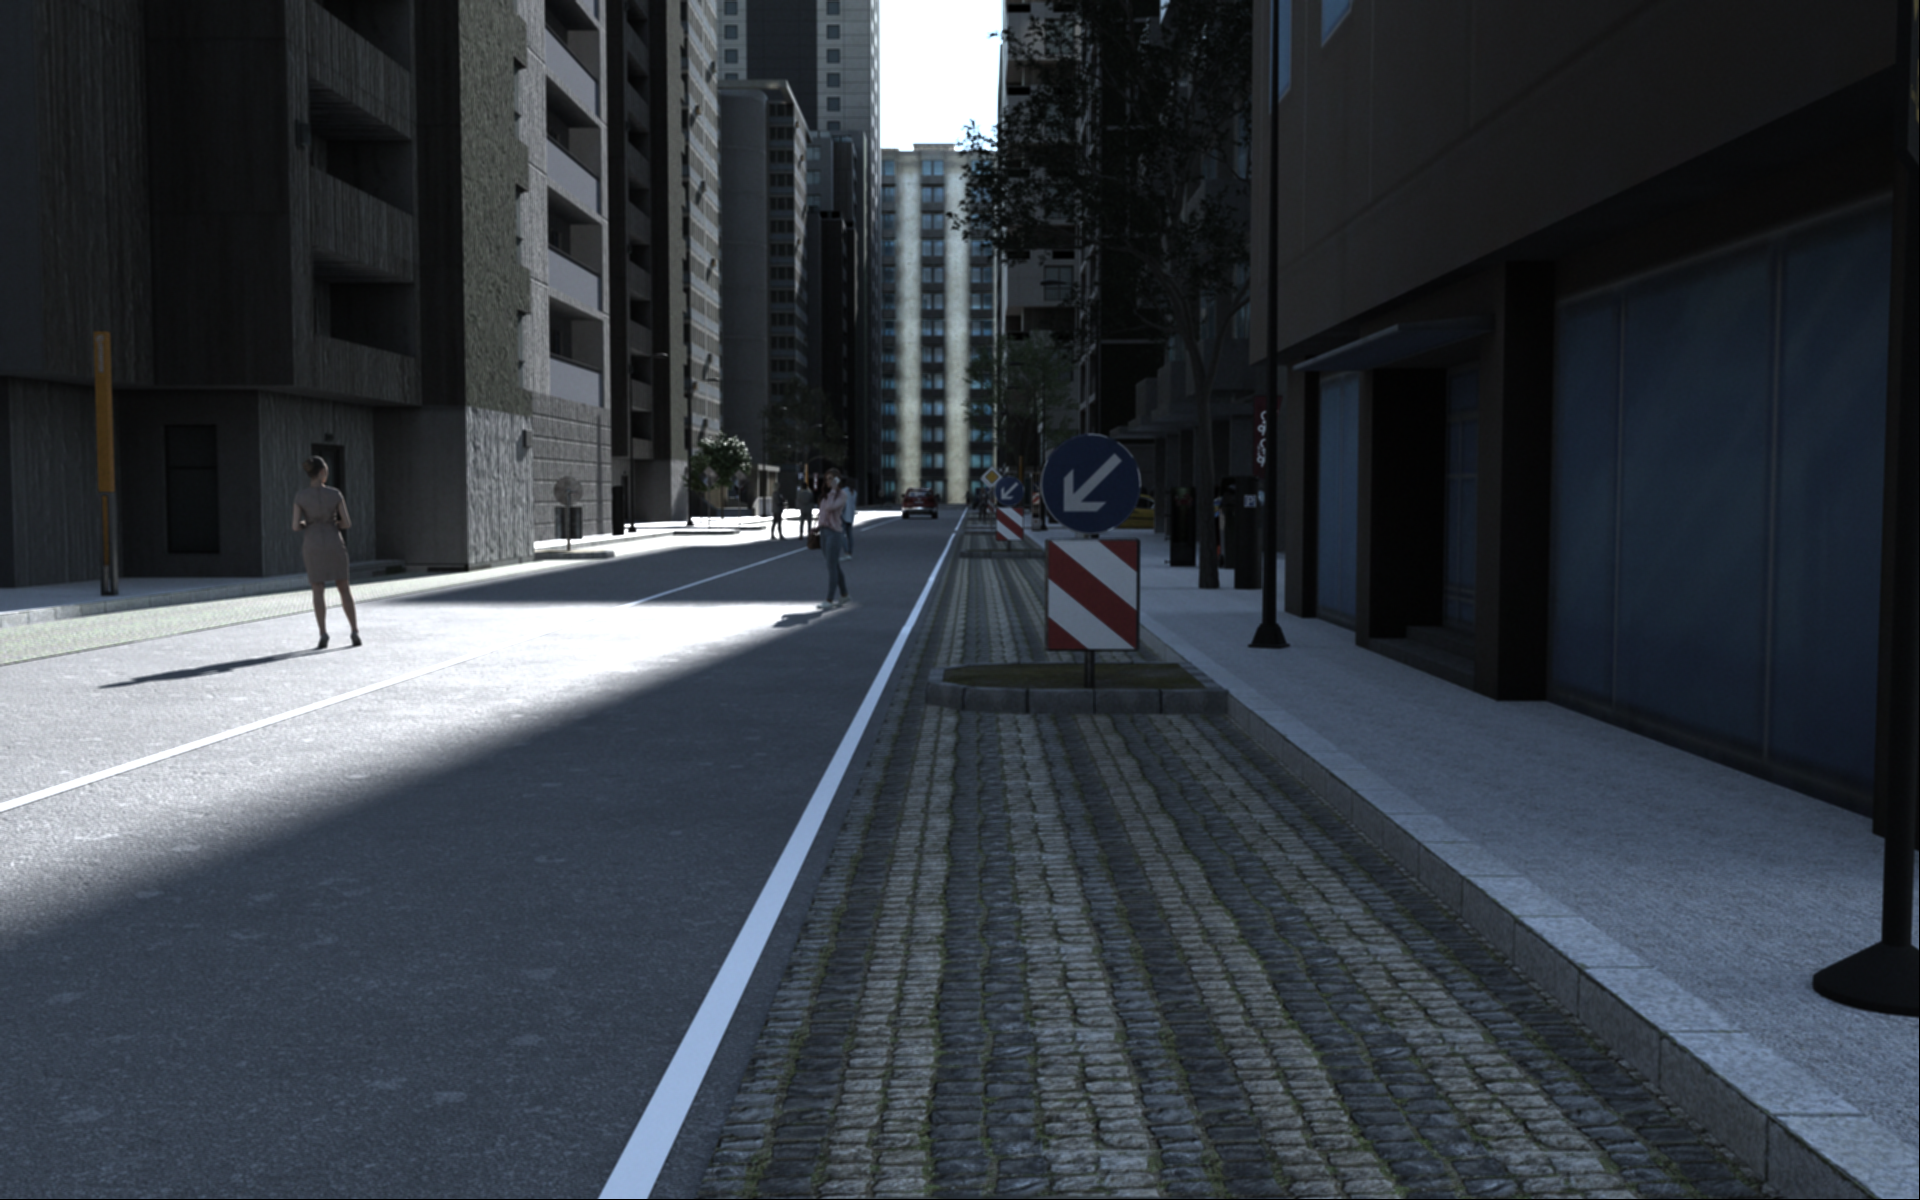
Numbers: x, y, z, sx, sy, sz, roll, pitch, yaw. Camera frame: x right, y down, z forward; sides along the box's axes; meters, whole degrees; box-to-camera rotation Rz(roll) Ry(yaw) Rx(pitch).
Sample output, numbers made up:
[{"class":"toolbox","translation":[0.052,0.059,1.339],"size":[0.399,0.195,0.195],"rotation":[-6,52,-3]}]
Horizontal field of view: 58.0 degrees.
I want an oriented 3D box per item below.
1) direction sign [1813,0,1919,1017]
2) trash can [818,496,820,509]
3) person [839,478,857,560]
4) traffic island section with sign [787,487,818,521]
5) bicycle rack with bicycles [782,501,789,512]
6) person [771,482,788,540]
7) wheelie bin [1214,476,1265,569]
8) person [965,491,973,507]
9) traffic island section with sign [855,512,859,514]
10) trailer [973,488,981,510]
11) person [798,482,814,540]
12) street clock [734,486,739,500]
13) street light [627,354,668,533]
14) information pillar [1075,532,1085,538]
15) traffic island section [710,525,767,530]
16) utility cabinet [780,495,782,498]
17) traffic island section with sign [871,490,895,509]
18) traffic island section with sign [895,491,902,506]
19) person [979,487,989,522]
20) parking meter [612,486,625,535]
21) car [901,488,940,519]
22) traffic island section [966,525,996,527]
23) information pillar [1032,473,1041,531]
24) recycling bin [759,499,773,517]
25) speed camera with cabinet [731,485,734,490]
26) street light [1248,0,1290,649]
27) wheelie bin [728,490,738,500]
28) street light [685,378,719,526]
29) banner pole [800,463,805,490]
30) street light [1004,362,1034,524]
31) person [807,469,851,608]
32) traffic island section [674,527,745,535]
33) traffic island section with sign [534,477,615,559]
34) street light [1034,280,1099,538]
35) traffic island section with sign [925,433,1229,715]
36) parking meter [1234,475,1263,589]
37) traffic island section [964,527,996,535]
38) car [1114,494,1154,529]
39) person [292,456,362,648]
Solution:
[{"class":"direction sign","translation":[2.389,-0.754,4.320],"size":[0.379,3.537,0.876],"rotation":[2,4,35]},{"class":"trash can","translation":[-11.062,-7.754,138.434],"size":[0.748,1.137,0.748],"rotation":[0,3,0]},{"class":"person","translation":[-2.452,-1.764,37.613],"size":[0.793,1.790,0.793],"rotation":[0,4,1]},{"class":"traffic island section with sign","translation":[-8.346,-5.230,94.146],"size":[1.989,1.847,2.006],"rotation":[0,4,0]},{"class":"bicycle rack with bicycles","translation":[-13.567,-6.905,126.279],"size":[2.852,0.926,2.925],"rotation":[3,5,41]},{"class":"person","translation":[-5.710,-2.806,54.564],"size":[0.526,1.800,0.537],"rotation":[-1,4,-10]},{"class":"wheelie bin","translation":[4.843,-1.341,29.836],"size":[0.980,1.594,0.693],"rotation":[0,4,-1]},{"class":"person","translation":[0.919,-11.037,189.734],"size":[0.721,1.735,1.217],"rotation":[-3,5,-44]},{"class":"traffic island section with sign","translation":[-8.134,-6.914,121.667],"size":[1.989,1.847,2.006],"rotation":[0,4,0]},{"class":"trailer","translation":[1.946,-9.340,159.753],"size":[1.471,1.999,3.904],"rotation":[0,4,2]},{"class":"person","translation":[-4.856,-2.808,54.594],"size":[0.511,1.800,0.466],"rotation":[-1,4,-10]},{"class":"street clock","translation":[-16.515,-7.548,127.972],"size":[0.358,2.002,0.471],"rotation":[1,4,11]},{"class":"street light","translation":[-10.374,-5.196,57.500],"size":[1.470,5.913,1.316],"rotation":[0,4,0]},{"class":"information pillar","translation":[3.127,-2.403,43.776],"size":[0.304,2.012,0.304],"rotation":[3,5,44]},{"class":"traffic island section","translation":[-8.872,-2.891,69.546],"size":[2.009,0.180,2.903],"rotation":[0,4,0]},{"class":"utility cabinet","translation":[-15.294,-8.110,143.766],"size":[1.020,1.237,0.306],"rotation":[1,4,14]},{"class":"traffic island section with sign","translation":[-7.732,-9.953,171.362],"size":[1.989,1.847,2.006],"rotation":[0,4,0]},{"class":"traffic island section with sign","translation":[-7.501,-11.662,199.304],"size":[1.989,1.847,2.006],"rotation":[0,4,0]},{"class":"person","translation":[1.227,-4.892,88.660],"size":[0.537,1.800,0.526],"rotation":[0,4,8]},{"class":"parking meter","translation":[-10.649,-2.785,53.953],"size":[0.372,1.533,0.369],"rotation":[0,3,0]},{"class":"car","translation":[-2.343,-5.712,102.069],"size":[2.281,1.827,5.304],"rotation":[0,4,0]},{"class":"traffic island section","translation":[1.219,-2.886,69.460],"size":[2.009,0.180,2.903],"rotation":[0,4,0]},{"class":"information pillar","translation":[2.644,-3.391,59.942],"size":[0.304,2.012,0.304],"rotation":[0,4,8]},{"class":"recycling bin","translation":[-10.848,-5.199,97.553],"size":[0.722,1.027,0.722],"rotation":[1,4,21]},{"class":"speed camera with cabinet","translation":[-16.767,-8.557,134.238],"size":[2.038,3.252,0.660],"rotation":[0,4,5]},{"class":"street light","translation":[2.054,-2.559,14.382],"size":[1.470,5.913,1.316],"rotation":[0,4,0]},{"class":"wheelie bin","translation":[-16.136,-6.998,122.328],"size":[0.980,1.594,0.693],"rotation":[-1,4,-9]},{"class":"street light","translation":[-10.346,-5.937,69.616],"size":[1.470,5.913,1.316],"rotation":[0,4,0]},{"class":"banner pole","translation":[-12.619,-9.152,139.645],"size":[0.863,3.779,0.401],"rotation":[0,4,3]},{"class":"street light","translation":[2.402,-5.408,60.957],"size":[1.470,5.913,1.316],"rotation":[0,4,0]},{"class":"person","translation":[-1.587,-0.784,21.904],"size":[0.643,1.750,0.593],"rotation":[-2,4,-35]},{"class":"traffic island section","translation":[-8.936,-2.402,61.561],"size":[2.009,0.180,2.903],"rotation":[0,4,0]},{"class":"traffic island section with sign","translation":[-8.795,-1.834,38.606],"size":[1.989,1.847,2.006],"rotation":[0,4,0]},{"class":"street light","translation":[2.435,-3.983,37.668],"size":[1.470,5.913,1.316],"rotation":[0,4,0]},{"class":"traffic island section with sign","translation":[0.761,-0.215,12.151],"size":[1.989,1.847,2.006],"rotation":[0,4,0]},{"class":"parking meter","translation":[3.907,-0.919,23.436],"size":[0.372,1.533,0.369],"rotation":[0,3,0]},{"class":"traffic island section","translation":[1.155,-2.397,61.475],"size":[2.009,0.180,2.903],"rotation":[0,4,0]},{"class":"car","translation":[6.903,-3.350,65.004],"size":[3.980,1.641,2.015],"rotation":[0,4,2]},{"class":"person","translation":[-5.910,-0.448,16.162],"size":[0.599,1.781,0.374],"rotation":[-1,4,-23]}]
